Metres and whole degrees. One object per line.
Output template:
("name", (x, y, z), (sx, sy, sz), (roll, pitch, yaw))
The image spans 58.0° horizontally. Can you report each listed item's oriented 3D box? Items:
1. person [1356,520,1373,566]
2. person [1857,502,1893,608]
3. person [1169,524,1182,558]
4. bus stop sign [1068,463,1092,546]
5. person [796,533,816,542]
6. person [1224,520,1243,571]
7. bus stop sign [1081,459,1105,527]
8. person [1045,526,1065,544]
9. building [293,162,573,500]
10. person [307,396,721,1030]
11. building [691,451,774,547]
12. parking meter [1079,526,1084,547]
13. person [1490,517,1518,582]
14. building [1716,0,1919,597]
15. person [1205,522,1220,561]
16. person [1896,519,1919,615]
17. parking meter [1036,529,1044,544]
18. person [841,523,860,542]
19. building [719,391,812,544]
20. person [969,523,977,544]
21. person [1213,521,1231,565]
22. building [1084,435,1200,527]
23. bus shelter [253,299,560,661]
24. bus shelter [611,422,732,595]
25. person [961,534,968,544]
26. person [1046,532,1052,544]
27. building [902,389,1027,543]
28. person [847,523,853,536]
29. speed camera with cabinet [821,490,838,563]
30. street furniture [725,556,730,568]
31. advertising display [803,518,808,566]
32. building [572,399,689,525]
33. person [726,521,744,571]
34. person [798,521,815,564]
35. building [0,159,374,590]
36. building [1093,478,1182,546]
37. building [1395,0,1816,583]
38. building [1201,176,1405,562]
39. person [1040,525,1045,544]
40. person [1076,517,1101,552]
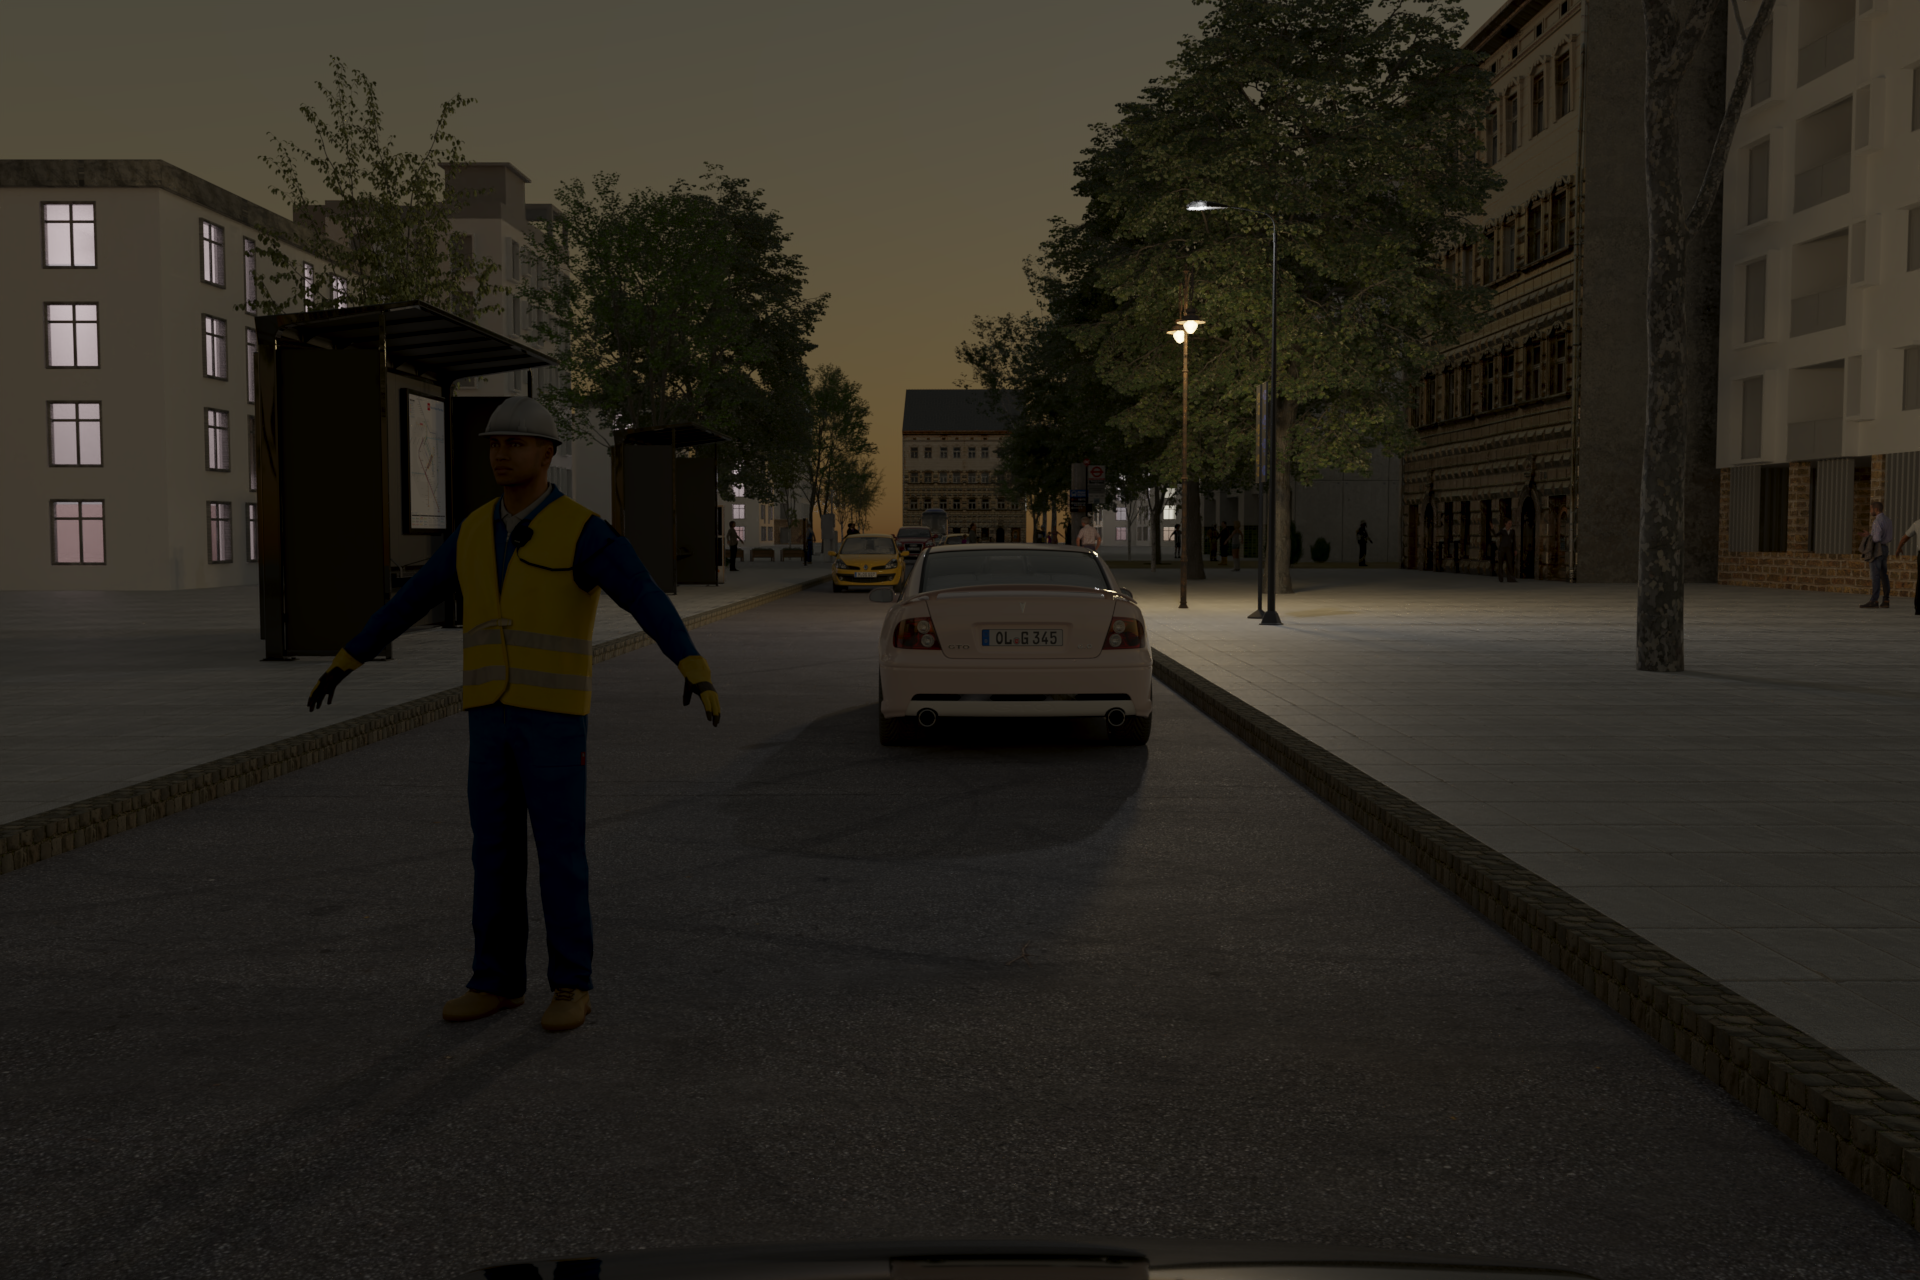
("person", (16.006, -3.847, 68.682), (0.705, 1.856, 1.354), (3, 4, 36))
("person", (15.794, -1.474, 30.018), (0.709, 1.838, 0.599), (-3, 5, -39))
("person", (11.507, -5.212, 91.366), (1.345, 1.843, 0.704), (-2, 4, -33))
("bus stop sign", (4.472, -4.624, 64.612), (0.837, 3.901, 0.837), (0, 4, -1))
("person", (-7.805, -5.036, 88.466), (1.347, 1.817, 0.704), (3, 4, 39))
("person", (9.443, -3.243, 59.633), (0.721, 1.753, 1.214), (3, 4, 39))
("bus stop sign", (4.707, -4.446, 61.403), (0.855, 3.939, 0.416), (0, 4, 0))
("person", (5.109, -5.256, 92.738), (1.217, 1.733, 0.721), (-1, 4, -15))
("building", (-27.943, -14.260, 89.566), (16.016, 20.090, 11.380), (0, 4, 0))
("person", (-1.291, 0.203, 5.102), (1.349, 1.833, 0.705), (1, 4, 18))
("building", (-24.661, -15.067, 188.496), (9.099, 9.664, 28.070), (0, 3, 0))
("parking meter", (3.914, -2.794, 54.091), (0.372, 1.533, 0.369), (0, 3, 0))
("person", (14.367, -2.381, 45.775), (0.742, 1.727, 0.445), (-2, 4, -28))
("building", (24.099, -11.303, 41.230), (16.016, 20.090, 11.380), (0, 3, 0))
("person", (11.938, -4.623, 81.351), (1.354, 1.858, 0.705), (-3, 4, -39))
("person", (15.280, -1.314, 27.275), (0.704, 1.855, 1.343), (-1, 4, -22))
("parking meter", (3.788, -4.523, 82.362), (0.372, 1.533, 0.369), (0, 3, 0))
("person", (-5.165, -4.741, 83.745), (1.346, 1.802, 0.704), (2, 4, 35))
("building", (-24.423, -21.957, 215.423), (16.016, 20.090, 11.380), (0, 4, 0))
("person", (0.453, -2.955, 57.048), (0.705, 1.796, 1.348), (0, 4, -3))
("person", (10.819, -3.977, 71.155), (0.704, 1.812, 1.346), (-1, 4, -19))
("building", (25.411, -23.686, 218.193), (19.493, 23.208, 18.063), (0, 3, 0))
("bus shelter", (-6.279, -1.787, 20.496), (1.731, 3.624, 6.357), (0, 3, 0))
("bus shelter", (-6.444, -2.939, 39.335), (1.731, 3.624, 6.357), (0, 4, 0))
("person", (0.268, -3.698, 72.186), (0.599, 1.433, 0.991), (-2, 4, -29))
("person", (5.349, -5.705, 102.550), (0.599, 1.433, 0.991), (-2, 4, -32))
("building", (0.933, -26.139, 260.761), (18.063, 23.208, 19.493), (0, 4, 2))
("person", (-5.157, -4.628, 81.846), (0.705, 1.806, 1.347), (-1, 4, -15))
("speed camera with cabinet", (-5.898, -5.126, 78.147), (0.660, 3.252, 2.038), (0, 4, 2))
("street furniture", (-11.921, -3.351, 70.411), (5.734, 0.657, 10.072), (0, 4, -3))
("advertising display", (-6.237, -3.959, 69.945), (0.123, 1.923, 0.974), (0, 3, 0))
("building", (-23.302, -10.924, 120.759), (9.099, 9.664, 28.070), (0, 4, -1))
("person", (-7.769, -3.246, 59.830), (0.721, 1.744, 1.215), (1, 4, 18))
("person", (-6.542, -4.194, 74.422), (0.705, 1.847, 1.347), (2, 4, 27))
("building", (-22.422, -6.780, 53.007), (9.099, 9.664, 28.070), (0, 3, 0))
("building", (20.461, -15.434, 194.497), (9.099, 9.664, 28.070), (0, 3, 0))
("building", (25.268, -13.611, 53.477), (19.493, 23.208, 18.063), (0, 4, 0))
("building", (23.595, -13.914, 93.951), (16.747, 18.905, 31.486), (0, 4, 0))
("person", (4.271, -5.196, 91.421), (0.721, 1.772, 1.216), (0, 4, -7))
("person", (3.164, -2.219, 43.254), (0.756, 1.711, 0.436), (-2, 4, -25))
